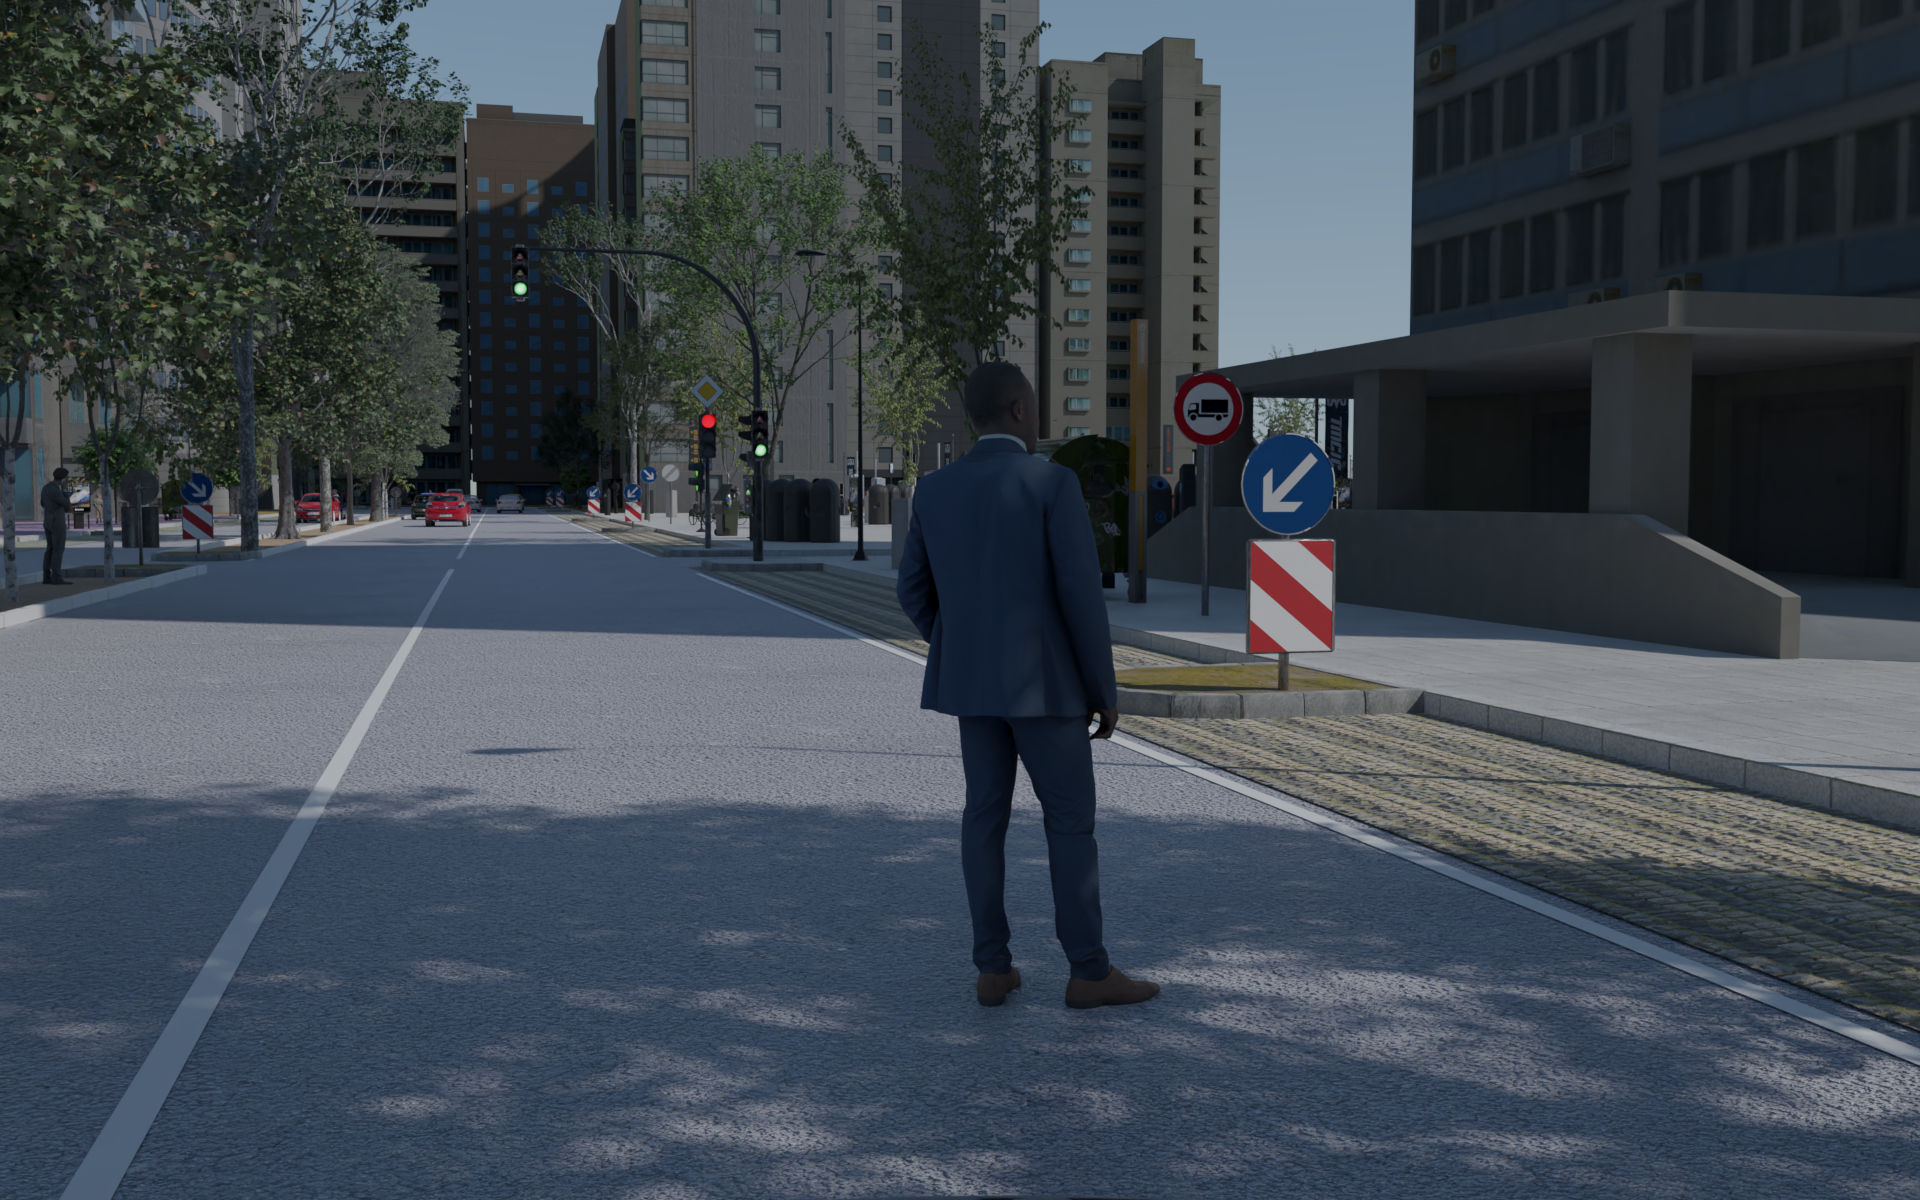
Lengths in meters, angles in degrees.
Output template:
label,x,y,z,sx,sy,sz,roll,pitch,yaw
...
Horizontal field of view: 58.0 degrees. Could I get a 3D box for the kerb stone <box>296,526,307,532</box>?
label,x,y,z,sx,sy,sz,roll,pitch,yaw
kerb stone,-25.286,-2.708,66.476,0.120,0.150,1.000,-1,4,-15

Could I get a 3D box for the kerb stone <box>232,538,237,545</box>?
label,x,y,z,sx,sy,sz,roll,pitch,yaw
kerb stone,-20.514,-1.616,48.656,0.120,0.150,1.000,-1,4,-15

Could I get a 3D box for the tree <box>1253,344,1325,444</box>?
label,x,y,z,sx,sy,sz,roll,pitch,yaw
tree,15.978,-8.162,83.816,4.737,8.622,4.395,0,3,0

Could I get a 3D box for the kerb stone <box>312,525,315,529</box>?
label,x,y,z,sx,sy,sz,roll,pitch,yaw
kerb stone,-26.087,-2.890,69.443,0.120,0.150,1.000,-1,4,-15

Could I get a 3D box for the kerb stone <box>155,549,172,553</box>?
label,x,y,z,sx,sy,sz,roll,pitch,yaw
kerb stone,-17.855,-1.013,38.758,0.120,0.150,1.000,-1,4,-15

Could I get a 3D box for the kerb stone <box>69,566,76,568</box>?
label,x,y,z,sx,sy,sz,roll,pitch,yaw
kerb stone,-15.607,-0.499,30.349,0.120,0.150,1.000,-1,4,-15

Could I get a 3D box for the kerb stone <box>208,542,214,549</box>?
label,x,y,z,sx,sy,sz,roll,pitch,yaw
kerb stone,-19.451,-1.369,44.692,0.120,0.150,1.000,-1,4,-15

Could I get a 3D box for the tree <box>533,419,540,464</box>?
label,x,y,z,sx,sy,sz,roll,pitch,yaw
tree,-32.640,-12.998,146.937,7.601,10.594,8.767,-1,4,-10

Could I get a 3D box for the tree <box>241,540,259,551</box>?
label,x,y,z,sx,sy,sz,roll,pitch,yaw
tree,-18.954,-11.278,42.734,12.611,20.169,13.585,0,3,0

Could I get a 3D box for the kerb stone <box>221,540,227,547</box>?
label,x,y,z,sx,sy,sz,roll,pitch,yaw
kerb stone,-19.974,-1.491,46.672,0.120,0.150,1.000,-1,4,-15

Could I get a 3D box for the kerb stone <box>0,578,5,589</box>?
label,x,y,z,sx,sy,sz,roll,pitch,yaw
kerb stone,-14.533,-0.250,26.387,0.120,0.150,1.000,-1,4,-15

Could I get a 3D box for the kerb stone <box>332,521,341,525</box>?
label,x,y,z,sx,sy,sz,roll,pitch,yaw
kerb stone,-29.268,-3.613,81.320,0.120,0.150,1.000,-1,4,-15

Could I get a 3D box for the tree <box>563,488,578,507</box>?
label,x,y,z,sx,sy,sz,roll,pitch,yaw
tree,-38.729,-10.831,171.688,1.663,3.219,1.824,0,3,0

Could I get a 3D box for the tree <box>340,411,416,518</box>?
label,x,y,z,sx,sy,sz,roll,pitch,yaw
tree,-33.514,-9.066,101.055,4.737,8.622,4.395,0,3,0

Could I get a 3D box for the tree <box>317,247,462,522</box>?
label,x,y,z,sx,sy,sz,roll,pitch,yaw
tree,-30.197,-11.006,89.066,9.857,13.997,8.962,0,3,0

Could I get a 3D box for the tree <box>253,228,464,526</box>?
label,x,y,z,sx,sy,sz,roll,pitch,yaw
tree,-27.696,-10.124,78.348,12.009,13.543,11.850,0,3,0

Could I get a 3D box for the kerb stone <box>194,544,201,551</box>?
label,x,y,z,sx,sy,sz,roll,pitch,yaw
kerb stone,-18.923,-1.244,42.710,0.120,0.150,1.000,-1,4,-15

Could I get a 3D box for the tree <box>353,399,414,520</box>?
label,x,y,z,sx,sy,sz,roll,pitch,yaw
tree,-32.254,-8.793,96.589,4.360,8.622,3.978,0,3,0

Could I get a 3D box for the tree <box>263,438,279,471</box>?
label,x,y,z,sx,sy,sz,roll,pitch,yaw
tree,-46.670,-10.012,114.063,4.360,8.622,3.978,0,3,0

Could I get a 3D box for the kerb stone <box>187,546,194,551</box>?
label,x,y,z,sx,sy,sz,roll,pitch,yaw
kerb stone,-18.655,-1.194,41.722,0.120,0.150,1.000,-1,4,-15

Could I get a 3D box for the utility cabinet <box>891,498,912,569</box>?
label,x,y,z,sx,sy,sz,roll,pitch,yaw
utility cabinet,-0.991,-1.149,29.956,0.306,1.237,1.020,0,4,5

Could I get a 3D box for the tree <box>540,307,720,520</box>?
label,x,y,z,sx,sy,sz,roll,pitch,yaw
tree,-15.207,-9.241,85.508,7.601,10.594,8.767,-3,4,-38

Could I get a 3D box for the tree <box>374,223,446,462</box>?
label,x,y,z,sx,sy,sz,roll,pitch,yaw
tree,-21.317,-8.258,54.490,9.611,12.733,9.660,0,3,0

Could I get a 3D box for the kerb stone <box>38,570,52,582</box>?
label,x,y,z,sx,sy,sz,roll,pitch,yaw
kerb stone,-15.075,-0.378,28.371,0.120,0.150,1.000,-1,4,-15

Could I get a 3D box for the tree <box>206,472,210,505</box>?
label,x,y,z,sx,sy,sz,roll,pitch,yaw
tree,-37.047,-7.884,79.261,4.360,8.622,3.978,0,3,0

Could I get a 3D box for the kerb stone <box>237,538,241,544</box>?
label,x,y,z,sx,sy,sz,roll,pitch,yaw
kerb stone,-20.772,-1.673,49.646,0.120,0.150,1.000,-1,4,-15

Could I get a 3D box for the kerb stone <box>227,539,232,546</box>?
label,x,y,z,sx,sy,sz,roll,pitch,yaw
kerb stone,-20.248,-1.558,47.669,0.120,0.150,1.000,-1,4,-15

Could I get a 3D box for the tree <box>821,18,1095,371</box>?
label,x,y,z,sx,sy,sz,roll,pitch,yaw
tree,0.163,-4.644,26.287,4.737,8.622,4.395,0,3,0

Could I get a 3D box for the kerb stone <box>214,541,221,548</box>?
label,x,y,z,sx,sy,sz,roll,pitch,yaw
kerb stone,-19.715,-1.437,45.683,0.120,0.150,1.000,-1,4,-15

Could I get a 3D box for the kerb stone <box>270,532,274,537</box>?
label,x,y,z,sx,sy,sz,roll,pitch,yaw
kerb stone,-22.638,-2.104,56.589,0.120,0.150,1.000,-1,4,-15

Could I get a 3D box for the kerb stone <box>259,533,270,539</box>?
label,x,y,z,sx,sy,sz,roll,pitch,yaw
kerb stone,-22.373,-2.043,55.595,0.120,0.150,1.000,-1,4,-15

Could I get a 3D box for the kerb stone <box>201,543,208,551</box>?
label,x,y,z,sx,sy,sz,roll,pitch,yaw
kerb stone,-19.182,-1.315,43.698,0.120,0.150,1.000,-1,4,-15

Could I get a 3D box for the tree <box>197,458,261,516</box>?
label,x,y,z,sx,sy,sz,roll,pitch,yaw
tree,-42.102,-7.090,99.640,4.285,4.588,4.351,0,3,0

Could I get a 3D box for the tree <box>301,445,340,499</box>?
label,x,y,z,sx,sy,sz,roll,pitch,yaw
tree,-53.896,-11.693,141.544,4.737,8.622,4.395,0,3,0

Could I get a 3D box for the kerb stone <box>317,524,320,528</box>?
label,x,y,z,sx,sy,sz,roll,pitch,yaw
kerb stone,-26.615,-3.011,71.433,0.120,0.150,1.000,-1,4,-15

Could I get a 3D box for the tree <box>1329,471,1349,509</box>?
label,x,y,z,sx,sy,sz,roll,pitch,yaw
tree,16.216,-4.947,75.484,1.663,3.219,1.824,0,3,0

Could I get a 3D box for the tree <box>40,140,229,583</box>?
label,x,y,z,sx,sy,sz,roll,pitch,yaw
tree,-13.590,-4.562,27.407,4.737,8.622,4.395,0,3,0

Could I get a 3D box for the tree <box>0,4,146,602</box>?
label,x,y,z,sx,sy,sz,roll,pitch,yaw
tree,-12.616,-4.284,22.864,4.360,8.622,3.978,0,3,0

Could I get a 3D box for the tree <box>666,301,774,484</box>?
label,x,y,z,sx,sy,sz,roll,pitch,yaw
tree,-8.372,-6.832,62.059,4.737,8.622,4.395,0,3,0

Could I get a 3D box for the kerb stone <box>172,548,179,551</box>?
label,x,y,z,sx,sy,sz,roll,pitch,yaw
kerb stone,-18.127,-1.070,39.744,0.120,0.150,1.000,-1,4,-15

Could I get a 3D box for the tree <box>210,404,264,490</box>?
label,x,y,z,sx,sy,sz,roll,pitch,yaw
tree,-40.814,-8.811,94.425,4.360,8.622,3.978,0,3,0

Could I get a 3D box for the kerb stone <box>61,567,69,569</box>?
label,x,y,z,sx,sy,sz,roll,pitch,yaw
kerb stone,-15.334,-0.436,29.361,0.120,0.150,1.000,-1,4,-15

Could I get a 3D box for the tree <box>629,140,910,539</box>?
label,x,y,z,sx,sy,sz,roll,pitch,yaw
tree,-5.477,-7.593,49.901,9.928,11.665,9.643,0,3,0

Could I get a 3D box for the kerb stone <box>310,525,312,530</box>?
label,x,y,z,sx,sy,sz,roll,pitch,yaw
kerb stone,-25.812,-2.825,68.452,0.120,0.150,1.000,-1,4,-15

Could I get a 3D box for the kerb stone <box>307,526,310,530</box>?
label,x,y,z,sx,sy,sz,roll,pitch,yaw
kerb stone,-25.550,-2.769,67.464,0.120,0.150,1.000,-1,4,-15

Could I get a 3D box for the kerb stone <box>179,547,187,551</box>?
label,x,y,z,sx,sy,sz,roll,pitch,yaw
kerb stone,-18.388,-1.134,40.732,0.120,0.150,1.000,-1,4,-15

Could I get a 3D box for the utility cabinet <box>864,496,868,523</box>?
label,x,y,z,sx,sy,sz,roll,pitch,yaw
utility cabinet,-3.762,-4.017,76.837,1.020,1.237,0.306,-3,5,-39

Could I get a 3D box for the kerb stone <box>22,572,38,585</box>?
label,x,y,z,sx,sy,sz,roll,pitch,yaw
kerb stone,-14.814,-0.311,27.377,0.120,0.150,1.000,-1,4,-15

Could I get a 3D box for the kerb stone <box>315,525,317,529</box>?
label,x,y,z,sx,sy,sz,roll,pitch,yaw
kerb stone,-26.352,-2.950,70.431,0.120,0.150,1.000,-1,4,-15

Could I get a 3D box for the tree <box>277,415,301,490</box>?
label,x,y,z,sx,sy,sz,roll,pitch,yaw
tree,-44.697,-9.674,108.526,4.737,8.622,4.395,0,3,0

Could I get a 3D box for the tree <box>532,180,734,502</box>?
label,x,y,z,sx,sy,sz,roll,pitch,yaw
tree,-17.929,-15.092,102.641,12.611,20.169,13.585,0,3,0

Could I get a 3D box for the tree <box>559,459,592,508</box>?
label,x,y,z,sx,sy,sz,roll,pitch,yaw
tree,-36.165,-10.956,162.843,4.285,4.588,4.351,0,3,0

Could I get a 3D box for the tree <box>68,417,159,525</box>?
label,x,y,z,sx,sy,sz,roll,pitch,yaw
tree,-35.652,-5.456,72.915,4.285,4.588,4.351,0,3,0

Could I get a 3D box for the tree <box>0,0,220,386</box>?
label,x,y,z,sx,sy,sz,roll,pitch,yaw
tree,-10.863,-5.897,15.887,9.611,12.733,9.660,0,3,0

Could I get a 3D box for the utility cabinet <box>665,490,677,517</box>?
label,x,y,z,sx,sy,sz,roll,pitch,yaw
utility cabinet,-15.884,-5.302,95.372,0.318,1.500,1.173,-2,4,-27
